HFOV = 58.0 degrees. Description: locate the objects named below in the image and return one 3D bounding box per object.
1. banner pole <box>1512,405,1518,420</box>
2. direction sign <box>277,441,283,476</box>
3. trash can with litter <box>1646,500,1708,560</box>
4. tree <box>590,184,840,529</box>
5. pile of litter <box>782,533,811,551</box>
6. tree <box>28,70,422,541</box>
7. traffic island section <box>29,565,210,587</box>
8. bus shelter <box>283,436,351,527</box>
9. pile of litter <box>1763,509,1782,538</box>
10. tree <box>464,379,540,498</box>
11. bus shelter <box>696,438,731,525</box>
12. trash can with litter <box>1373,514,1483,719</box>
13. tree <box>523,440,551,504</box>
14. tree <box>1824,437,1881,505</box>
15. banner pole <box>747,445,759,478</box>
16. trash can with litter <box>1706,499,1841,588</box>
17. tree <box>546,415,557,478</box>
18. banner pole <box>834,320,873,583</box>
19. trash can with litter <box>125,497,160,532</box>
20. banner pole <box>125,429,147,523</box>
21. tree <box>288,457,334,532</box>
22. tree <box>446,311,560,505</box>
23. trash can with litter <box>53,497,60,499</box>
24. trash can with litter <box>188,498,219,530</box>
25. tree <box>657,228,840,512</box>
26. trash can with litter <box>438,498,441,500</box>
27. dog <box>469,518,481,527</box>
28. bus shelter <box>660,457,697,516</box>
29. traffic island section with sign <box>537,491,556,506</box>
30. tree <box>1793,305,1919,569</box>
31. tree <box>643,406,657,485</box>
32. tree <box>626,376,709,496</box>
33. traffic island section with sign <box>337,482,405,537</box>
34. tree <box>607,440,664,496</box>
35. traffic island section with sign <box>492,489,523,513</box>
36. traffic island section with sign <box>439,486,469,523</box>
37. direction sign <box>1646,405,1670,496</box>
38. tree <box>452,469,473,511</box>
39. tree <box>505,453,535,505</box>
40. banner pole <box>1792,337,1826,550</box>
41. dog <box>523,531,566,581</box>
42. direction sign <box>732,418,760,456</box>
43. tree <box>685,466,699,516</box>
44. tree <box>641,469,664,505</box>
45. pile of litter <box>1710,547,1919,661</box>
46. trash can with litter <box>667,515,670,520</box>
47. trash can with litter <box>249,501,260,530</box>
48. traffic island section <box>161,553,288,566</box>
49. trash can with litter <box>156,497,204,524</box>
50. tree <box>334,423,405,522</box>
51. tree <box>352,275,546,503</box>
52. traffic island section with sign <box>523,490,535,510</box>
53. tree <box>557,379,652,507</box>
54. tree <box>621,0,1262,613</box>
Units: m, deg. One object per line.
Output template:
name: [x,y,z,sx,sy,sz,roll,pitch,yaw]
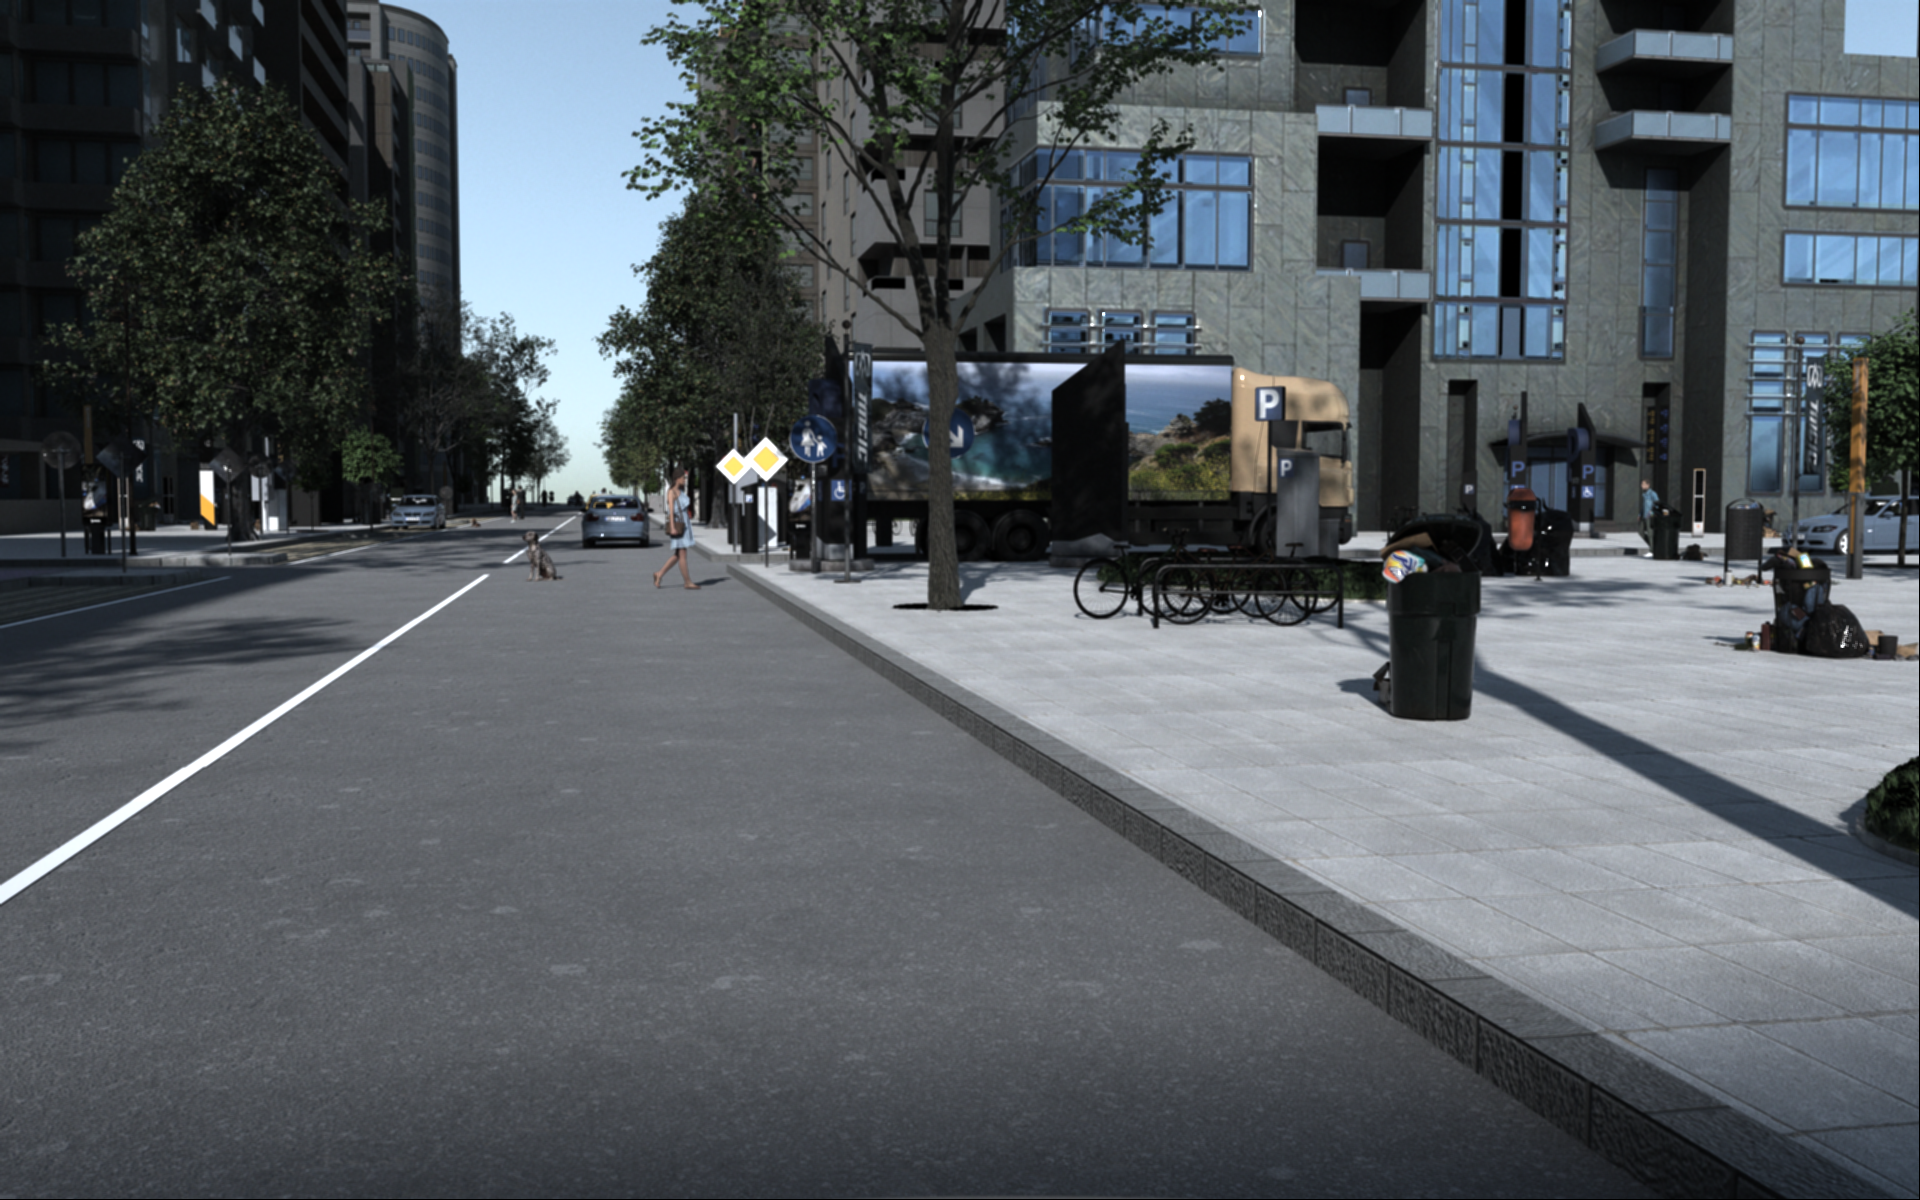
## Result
banner pole: [15.541,-3.588,48.673,0.401,3.779,0.863,2,4,26]
direction sign: [-28.806,-5.035,74.320,0.876,3.537,0.379,-1,4,-9]
trash can with litter: [13.950,-1.364,33.694,1.055,1.170,0.624,0,4,-1]
tree: [-8.865,-8.994,64.062,9.611,12.733,9.660,0,3,0]
pile of litter: [-3.417,-1.548,39.276,1.176,0.858,1.719,-1,4,-15]
tree: [-19.660,-7.954,47.057,9.611,12.733,9.660,0,3,0]
traffic island section: [-13.646,-0.365,28.249,2.009,0.180,2.903,-1,4,-11]
bus shelter: [-26.078,-4.842,70.451,1.731,3.624,6.357,-1,4,-12]
pile of litter: [23.777,-2.291,51.428,1.176,0.858,1.719,-1,4,-9]
tree: [-44.559,-15.398,169.883,7.486,12.596,7.792,0,3,0]
bus shelter: [-10.754,-5.159,75.625,1.731,3.624,6.357,-1,4,-11]
trash can with litter: [2.655,0.074,10.174,0.624,1.170,1.055,0,4,-2]
tree: [-60.122,-18.121,246.644,4.360,8.622,3.978,0,3,0]
tree: [24.976,-3.318,48.846,1.663,3.219,1.824,0,3,0]
banner pole: [-9.383,-5.395,78.227,0.863,3.779,0.401,2,4,24]
trash can with litter: [11.524,-0.823,24.508,2.233,1.210,1.678,0,4,-4]
tree: [-62.256,-21.126,255.771,12.009,13.543,11.850,0,3,0]
banner pole: [-1.506,-2.153,25.217,0.401,3.779,0.863,2,4,33]
trash can with litter: [-28.063,-2.939,59.432,0.624,1.170,1.055,2,4,35]
banner pole: [-31.924,-4.710,67.023,0.863,3.779,0.401,-2,4,-27]
tree: [-21.955,-3.894,58.268,1.663,3.219,1.824,0,3,0]
tree: [-48.280,-19.974,182.469,12.611,20.169,13.585,0,3,0]
trash can with litter: [-37.721,-3.735,72.459,0.624,1.170,1.055,-1,4,-13]
trash can with litter: [-27.264,-3.120,62.397,1.055,1.170,0.624,-1,4,-22]
tree: [-5.436,-5.955,47.734,4.360,8.622,3.978,0,3,0]
trash can with litter: [-32.281,-5.887,107.644,1.055,1.170,0.624,1,4,12]
dog: [-21.210,-3.390,75.623,0.550,0.427,0.748,0,4,-5]
bus shelter: [-15.882,-6.359,97.889,2.014,3.302,5.546,-1,4,-11]
traffic island section with sign: [-51.467,-12.616,214.906,1.989,1.847,2.006,-1,4,-11]
tree: [16.497,-2.855,30.390,4.285,4.588,4.351,0,3,0]
tree: [-13.141,-8.088,82.600,4.360,8.622,3.978,0,3,0]
tree: [-15.087,-8.649,91.771,4.737,8.622,4.395,0,3,0]
traffic island section with sign: [-19.660,-3.011,57.865,1.989,1.847,2.006,-1,4,-11]
tree: [-41.261,-18.614,222.470,7.486,12.596,7.792,0,3,0]
traffic island section with sign: [-34.951,-7.629,133.366,1.989,1.847,2.006,-1,4,-11]
traffic island section with sign: [-25.153,-4.668,84.944,1.989,1.847,2.006,-1,4,-11]
direction sign: [17.887,-3.209,44.469,0.379,3.537,0.876,-1,4,-13]
tree: [-38.517,-8.529,134.046,1.663,3.219,1.824,0,3,0]
tree: [-54.298,-16.049,212.763,4.737,8.622,4.395,0,3,0]
banner pole: [13.566,-2.308,27.756,0.863,3.779,0.401,-2,4,-29]
dog: [-6.834,-0.728,28.742,0.800,0.831,0.513,-1,4,-13]
direction sign: [-6.395,-3.657,51.792,0.876,3.537,0.379,1,4,13]
tree: [-16.216,-6.683,103.860,1.663,3.219,1.824,0,3,0]
tree: [-23.307,-8.366,131.383,1.663,3.219,1.824,0,3,0]
pile of litter: [6.979,-0.008,14.092,1.176,0.858,1.719,-1,4,-10]
trash can with litter: [-13.938,-4.518,85.262,0.624,1.170,1.055,2,4,26]
trash can with litter: [-24.483,-3.052,61.282,1.055,1.170,0.624,0,4,-3]
traffic island section: [-15.231,-0.844,36.076,2.009,0.180,2.903,-1,4,-11]
trash can with litter: [-33.488,-3.849,73.995,2.233,1.210,1.678,0,4,4]
tree: [-27.081,-5.830,79.038,4.285,4.588,4.351,0,3,0]
tree: [-29.805,-11.440,97.417,12.009,13.543,11.850,0,3,0]
traffic island section with sign: [-40.305,-9.247,159.809,1.989,1.847,2.006,-1,4,-11]
tree: [-32.363,-16.335,177.453,12.009,13.543,11.850,0,3,0]
tree: [-0.265,-5.711,19.124,9.928,11.665,9.643,0,3,0]
